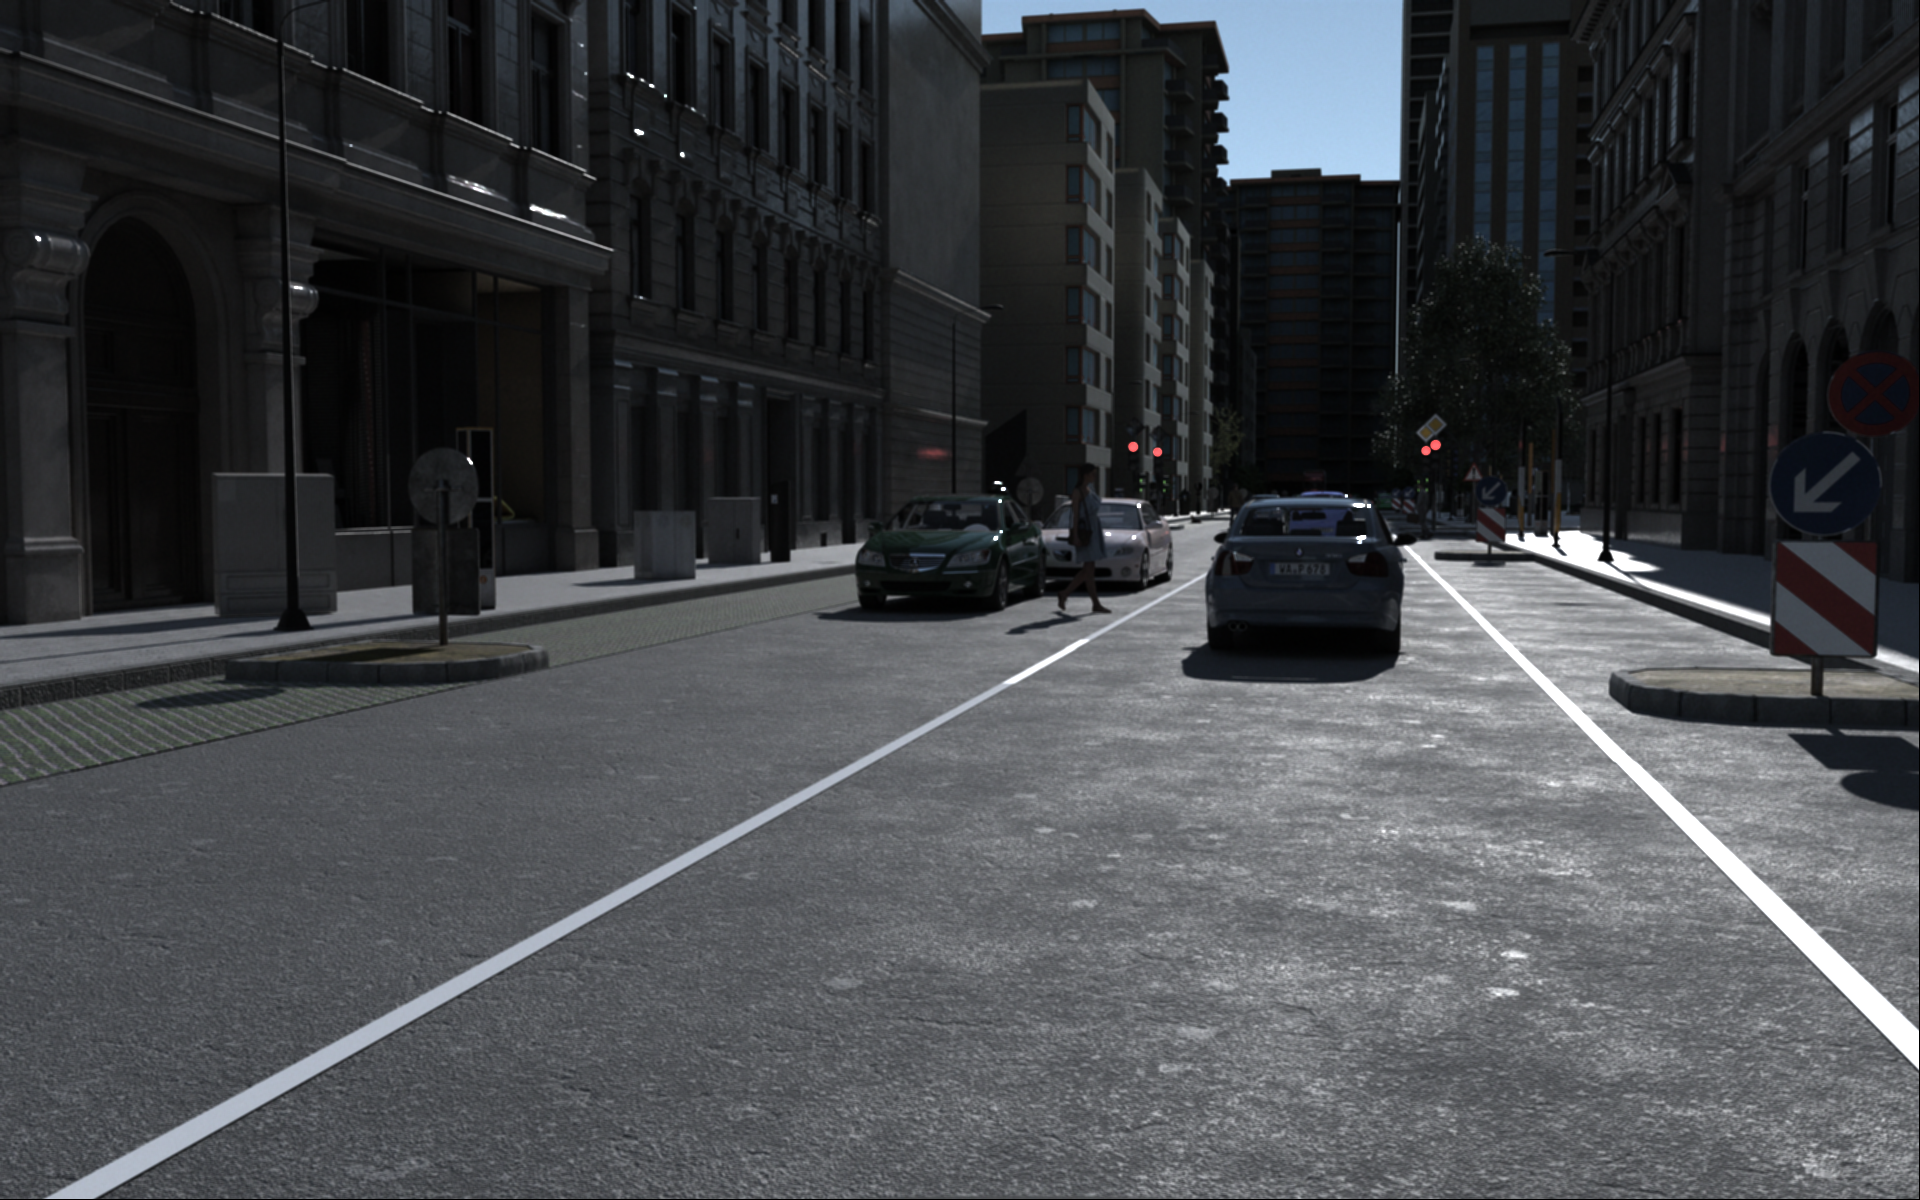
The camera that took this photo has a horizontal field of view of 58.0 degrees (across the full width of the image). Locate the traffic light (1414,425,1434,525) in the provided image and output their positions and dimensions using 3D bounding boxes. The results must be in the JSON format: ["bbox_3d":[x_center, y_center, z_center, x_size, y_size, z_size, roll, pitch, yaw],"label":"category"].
[{"bbox_3d":[18.282,-4.843,68.111,0.839,4.253,0.868,1,4,13],"label":"traffic light"}]

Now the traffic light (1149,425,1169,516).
[{"bbox_3d":[8.075,-4.983,70.400,0.839,4.253,0.868,1,4,13],"label":"traffic light"}]

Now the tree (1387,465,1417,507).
[{"bbox_3d":[43.724,-11.488,171.535,4.285,4.588,4.351,0,3,0],"label":"tree"}]

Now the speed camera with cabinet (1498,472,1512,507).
[{"bbox_3d":[41.158,-8.352,130.896,0.660,3.252,2.038,-1,4,-9],"label":"speed camera with cabinet"}]

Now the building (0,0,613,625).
[{"bbox_3d":[-14.855,-9.766,10.579,10.553,20.767,40.483,1,4,13],"label":"building"}]

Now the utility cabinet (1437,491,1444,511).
[{"bbox_3d":[36.764,-7.587,132.724,0.318,1.500,1.173,2,4,32],"label":"utility cabinet"}]

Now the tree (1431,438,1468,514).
[{"bbox_3d":[31.556,-10.002,113.895,4.360,8.622,3.978,0,3,0],"label":"tree"}]

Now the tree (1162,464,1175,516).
[{"bbox_3d":[12.230,-6.641,103.175,1.663,3.219,1.824,0,3,0],"label":"tree"}]

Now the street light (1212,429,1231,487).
[{"bbox_3d":[18.773,-9.306,124.699,1.470,5.913,1.316,1,4,13],"label":"street light"}]

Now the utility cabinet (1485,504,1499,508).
[{"bbox_3d":[31.451,-5.726,102.298,0.318,1.500,1.173,3,5,42],"label":"utility cabinet"}]

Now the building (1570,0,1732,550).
[{"bbox_3d":[23.058,-11.140,46.765,10.561,19.102,19.286,1,4,13],"label":"building"}]

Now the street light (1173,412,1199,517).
[{"bbox_3d":[12.799,-7.683,98.160,1.470,5.913,1.316,1,4,13],"label":"street light"}]

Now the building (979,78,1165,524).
[{"bbox_3d":[-5.004,-14.943,89.352,27.650,21.520,28.899,1,4,13],"label":"building"}]

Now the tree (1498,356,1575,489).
[{"bbox_3d":[28.632,-8.298,86.040,4.737,8.622,4.395,0,3,0],"label":"tree"}]

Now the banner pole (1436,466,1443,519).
[{"bbox_3d":[25.140,-6.156,90.663,0.401,3.779,0.863,1,4,17],"label":"banner pole"}]

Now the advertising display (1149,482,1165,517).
[{"bbox_3d":[10.643,-5.401,93.525,0.974,1.923,0.123,3,5,43],"label":"advertising display"}]

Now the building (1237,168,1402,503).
[{"bbox_3d":[44.980,-35.582,236.385,28.867,44.769,22.147,1,4,13],"label":"building"}]

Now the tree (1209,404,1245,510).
[{"bbox_3d":[21.094,-11.636,140.607,4.360,8.622,3.978,0,3,0],"label":"tree"}]

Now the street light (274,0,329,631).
[{"bbox_3d":[-5.768,-2.662,16.057,1.470,5.913,1.316,1,4,13],"label":"street light"}]

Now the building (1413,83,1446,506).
[{"bbox_3d":[63.345,-35.085,197.343,21.300,48.544,21.600,1,4,13],"label":"building"}]

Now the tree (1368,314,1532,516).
[{"bbox_3d":[29.680,-11.792,103.165,12.009,13.543,11.850,0,3,0],"label":"tree"}]

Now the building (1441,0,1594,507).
[{"bbox_3d":[49.848,-30.621,150.760,14.600,45.320,14.200,1,4,13],"label":"building"}]

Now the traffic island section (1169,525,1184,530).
[{"bbox_3d":[8.038,-2.952,70.543,2.009,0.180,2.903,1,4,13],"label":"traffic island section"}]

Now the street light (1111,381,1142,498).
[{"bbox_3d":[6.823,-6.060,71.621,1.470,5.913,1.316,1,4,13],"label":"street light"}]

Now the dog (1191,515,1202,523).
[{"bbox_3d":[11.486,-3.925,84.374,0.550,0.427,0.748,-2,4,-33],"label":"dog"}]

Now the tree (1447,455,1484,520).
[{"bbox_3d":[24.987,-5.566,85.607,1.663,3.219,1.824,0,3,0],"label":"tree"}]

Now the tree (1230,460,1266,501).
[{"bbox_3d":[27.725,-11.195,166.747,4.285,4.588,4.351,0,3,0],"label":"tree"}]

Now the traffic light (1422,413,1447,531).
[{"bbox_3d":[16.516,-4.367,60.322,0.839,4.253,0.868,1,4,13],"label":"traffic light"}]

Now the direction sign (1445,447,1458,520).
[{"bbox_3d":[23.864,-5.636,84.139,0.876,3.537,0.379,-2,4,-32],"label":"direction sign"}]

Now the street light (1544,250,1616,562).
[{"bbox_3d":[11.793,-3.697,32.987,1.470,5.913,1.316,1,4,13],"label":"street light"}]

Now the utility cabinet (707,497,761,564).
[{"bbox_3d":[-4.176,-1.273,31.981,1.020,1.237,0.306,2,4,30],"label":"utility cabinet"}]

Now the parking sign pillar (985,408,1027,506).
[{"bbox_3d":[1.447,-4.048,54.664,1.447,3.967,1.447,0,4,1],"label":"parking sign pillar"}]

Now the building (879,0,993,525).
[{"bbox_3d":[-16.868,-14.572,57.344,34.723,24.649,14.460,1,4,13],"label":"building"}]

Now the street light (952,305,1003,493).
[{"bbox_3d":[0.373,-4.298,42.815,1.470,5.913,1.316,1,4,13],"label":"street light"}]

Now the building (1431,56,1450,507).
[{"bbox_3d":[58.826,-33.767,171.702,23.786,49.044,30.456,1,4,13],"label":"building"}]

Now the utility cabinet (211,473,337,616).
[{"bbox_3d":[-7.248,-0.590,18.332,1.173,1.500,0.318,-2,4,-33],"label":"utility cabinet"}]

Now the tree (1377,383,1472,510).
[{"bbox_3d":[38.123,-13.190,141.405,9.928,11.665,9.643,0,3,0],"label":"tree"}]

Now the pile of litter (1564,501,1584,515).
[{"bbox_3d":[37.556,-5.570,105.029,1.719,0.858,1.176,3,5,41],"label":"pile of litter"}]

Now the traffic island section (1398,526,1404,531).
[{"bbox_3d":[18.318,-2.809,68.216,2.009,0.180,2.903,1,4,13],"label":"traffic island section"}]

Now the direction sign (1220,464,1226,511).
[{"bbox_3d":[19.791,-8.467,130.436,0.379,3.537,0.876,-1,4,-19],"label":"direction sign"}]

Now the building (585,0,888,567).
[{"bbox_3d":[-8.599,-11.635,39.390,9.793,20.994,18.267,1,4,13],"label":"building"}]

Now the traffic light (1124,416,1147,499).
[{"bbox_3d":[6.309,-4.507,62.611,0.839,4.253,0.868,1,4,13],"label":"traffic light"}]

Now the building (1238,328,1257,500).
[{"bbox_3d":[19.865,-22.095,206.300,28.899,21.520,27.650,1,4,13],"label":"building"}]

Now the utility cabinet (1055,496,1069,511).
[{"bbox_3d":[3.510,-2.958,59.531,0.306,1.237,1.020,1,4,15],"label":"utility cabinet"}]

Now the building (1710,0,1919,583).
[{"bbox_3d":[19.716,-11.184,24.663,13.314,21.916,24.055,1,4,13],"label":"building"}]

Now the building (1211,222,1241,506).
[{"bbox_3d":[21.848,-25.081,181.775,14.160,30.474,14.107,1,4,13],"label":"building"}]

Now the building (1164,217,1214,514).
[{"bbox_3d":[3.234,-17.138,125.252,27.650,21.520,28.899,1,4,13],"label":"building"}]

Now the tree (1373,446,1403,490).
[{"bbox_3d":[53.915,-16.256,216.145,4.737,8.622,4.395,0,3,0],"label":"tree"}]

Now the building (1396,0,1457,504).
[{"bbox_3d":[69.388,-48.508,231.359,20.611,71.187,20.563,1,4,13],"label":"building"}]

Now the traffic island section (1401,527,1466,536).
[{"bbox_3d":[16.553,-2.333,60.428,2.009,0.180,2.903,1,4,13],"label":"traffic island section"}]

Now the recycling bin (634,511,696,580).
[{"bbox_3d":[-4.476,-0.838,26.250,0.722,1.027,0.722,-2,4,-35],"label":"recycling bin"}]

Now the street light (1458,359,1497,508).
[{"bbox_3d":[17.843,-5.327,59.641,1.470,5.913,1.316,1,4,13],"label":"street light"}]

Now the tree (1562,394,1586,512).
[{"bbox_3d":[43.021,-10.503,122.085,4.360,8.622,3.978,0,3,0],"label":"tree"}]

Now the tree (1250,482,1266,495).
[{"bbox_3d":[34.005,-12.277,195.334,1.663,3.219,1.824,0,3,0],"label":"tree"}]

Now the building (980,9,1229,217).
[{"bbox_3d":[13.238,-30.989,161.293,22.147,44.769,28.867,1,4,13],"label":"building"}]

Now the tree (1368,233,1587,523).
[{"bbox_3d":[22.924,-9.740,76.263,9.611,12.733,9.660,0,3,0],"label":"tree"}]
